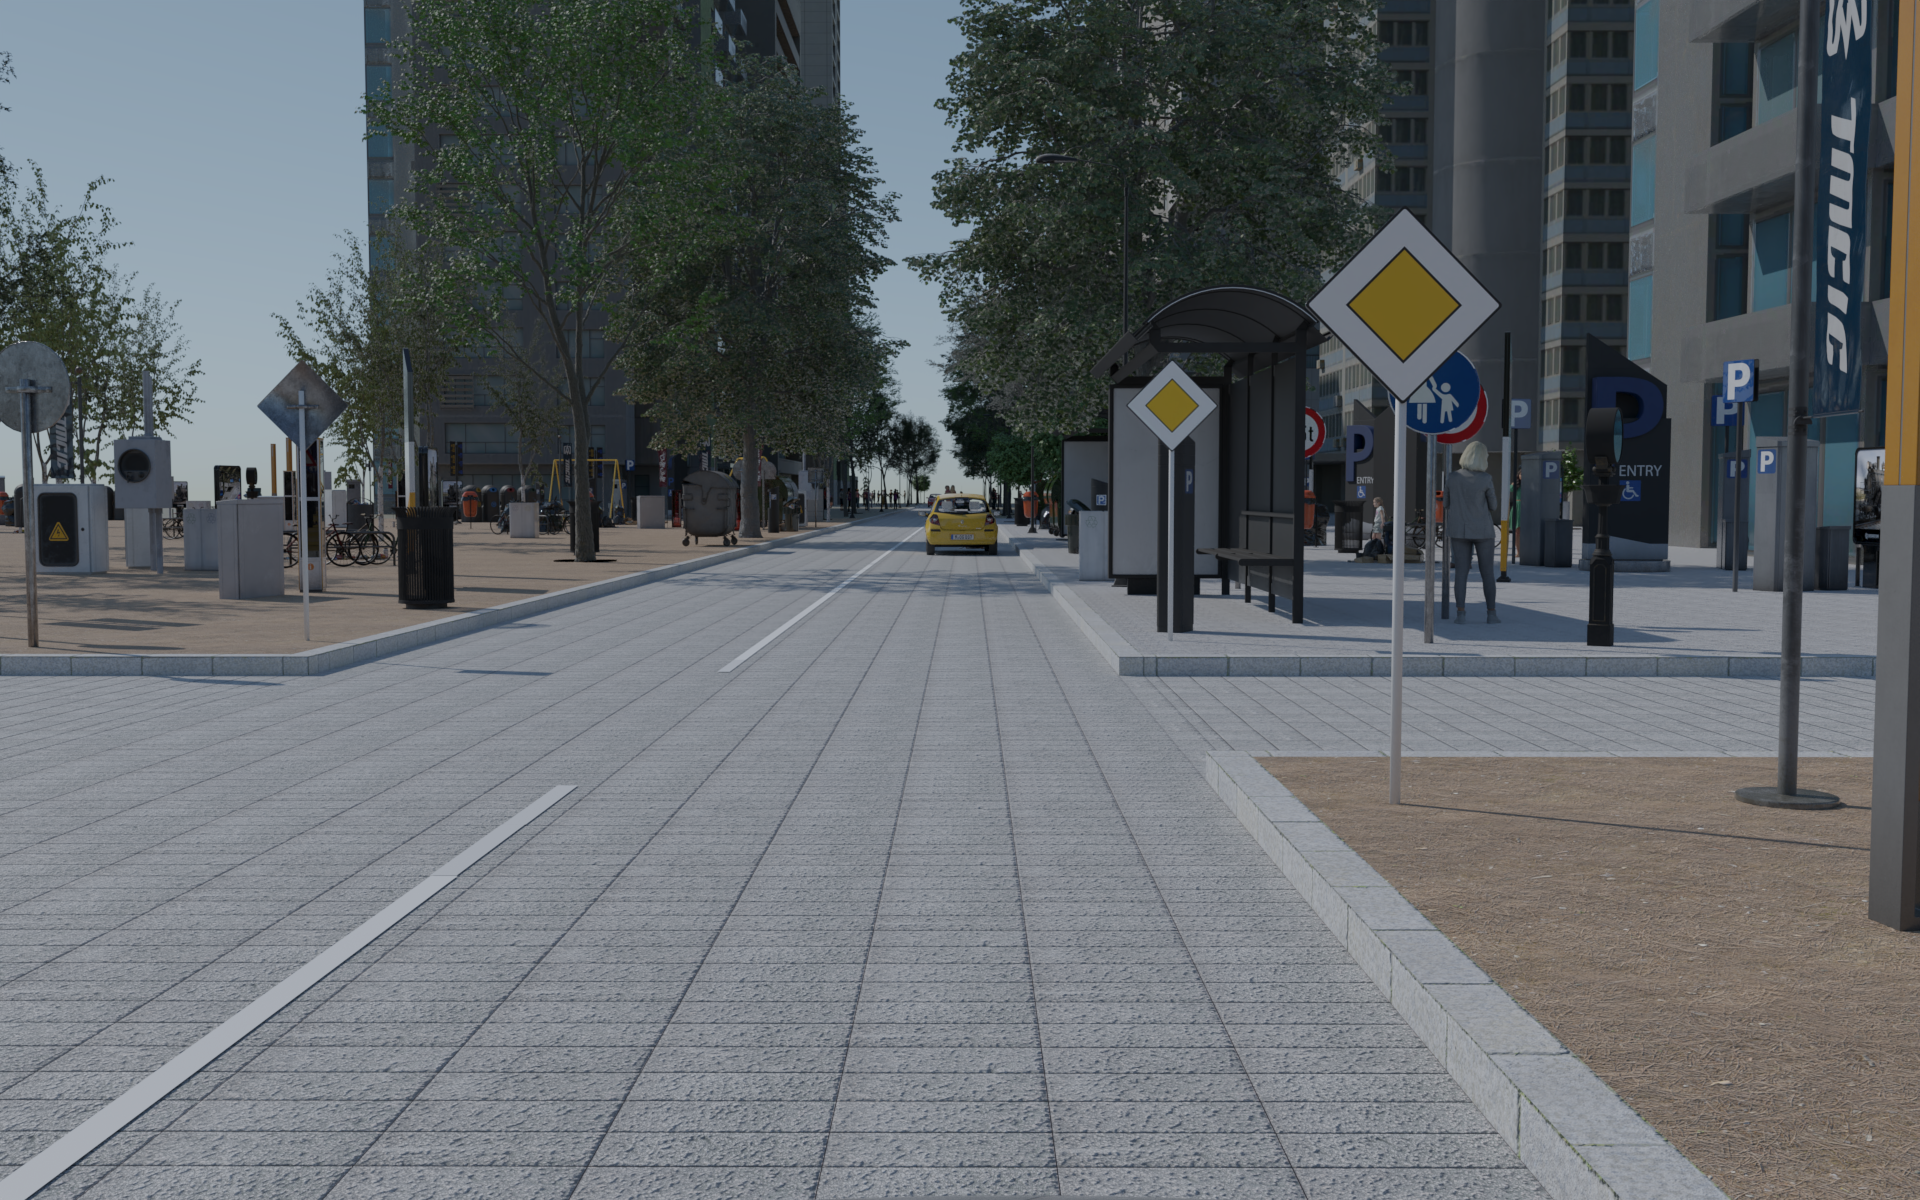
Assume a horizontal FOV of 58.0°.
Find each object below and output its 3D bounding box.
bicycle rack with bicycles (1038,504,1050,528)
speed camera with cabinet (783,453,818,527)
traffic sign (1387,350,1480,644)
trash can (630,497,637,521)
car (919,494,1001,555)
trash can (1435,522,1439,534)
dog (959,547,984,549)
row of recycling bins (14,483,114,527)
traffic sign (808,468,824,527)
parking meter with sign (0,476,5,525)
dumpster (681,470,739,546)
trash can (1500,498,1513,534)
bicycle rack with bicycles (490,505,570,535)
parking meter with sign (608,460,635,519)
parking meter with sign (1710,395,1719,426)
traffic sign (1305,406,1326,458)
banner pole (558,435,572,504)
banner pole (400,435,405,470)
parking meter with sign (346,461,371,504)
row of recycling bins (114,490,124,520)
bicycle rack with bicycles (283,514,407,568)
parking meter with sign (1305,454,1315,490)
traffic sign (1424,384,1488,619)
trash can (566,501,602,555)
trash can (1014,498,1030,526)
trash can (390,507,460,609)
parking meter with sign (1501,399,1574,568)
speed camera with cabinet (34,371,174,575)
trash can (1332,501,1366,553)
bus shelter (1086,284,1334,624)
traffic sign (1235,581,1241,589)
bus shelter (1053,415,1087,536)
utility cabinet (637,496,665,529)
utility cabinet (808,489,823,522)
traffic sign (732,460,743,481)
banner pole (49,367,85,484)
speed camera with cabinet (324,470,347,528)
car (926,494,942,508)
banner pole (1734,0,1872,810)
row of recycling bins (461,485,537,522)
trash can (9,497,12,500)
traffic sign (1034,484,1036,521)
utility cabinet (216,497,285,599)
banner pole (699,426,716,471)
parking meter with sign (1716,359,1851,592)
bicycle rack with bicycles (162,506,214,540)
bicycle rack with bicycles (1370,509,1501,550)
[{"bbox_3d":[4.384,-2.733,58.071,2.925,0.926,2.852,-1,4,-14],"label":"bicycle rack with bicycles"},{"bbox_3d":[-6.255,-4.508,68.045,0.660,3.252,2.038,1,4,22],"label":"speed camera with cabinet"},{"bbox_3d":[4.033,-0.900,14.822,0.768,2.556,0.104,0,4,8],"label":"traffic sign"},{"bbox_3d":[-15.040,-4.229,80.790,0.748,1.137,0.748,0,3,0],"label":"trash can"},{"bbox_3d":[0.006,-1.948,42.070,2.015,1.641,3.980,0,4,-1],"label":"car"},{"bbox_3d":[14.985,-2.669,55.298,0.748,1.137,0.748,0,3,0],"label":"trash can"},{"bbox_3d":[0.380,-1.534,45.276,0.748,0.427,0.550,3,5,39],"label":"dog"},{"bbox_3d":[-34.751,-3.650,66.789,3.534,1.692,1.069,0,4,4],"label":"row of recycling bins"},{"bbox_3d":[-5.552,-3.947,66.661,0.606,2.300,0.079,0,4,3],"label":"traffic sign"},{"bbox_3d":[-39.791,-4.602,71.504,1.738,3.016,0.543,-2,4,-29],"label":"parking meter with sign"},{"bbox_3d":[-6.223,-2.281,43.059,1.264,1.857,1.865,0,3,0],"label":"dumpster"},{"bbox_3d":[17.968,-2.736,56.384,0.748,1.137,0.748,0,3,0],"label":"trash can"},{"bbox_3d":[-13.063,-2.544,54.971,2.925,0.926,2.852,2,4,32],"label":"bicycle rack with bicycles"},{"bbox_3d":[-17.388,-5.648,88.612,1.738,3.016,0.543,3,5,43],"label":"parking meter with sign"},{"bbox_3d":[13.258,-2.047,29.725,0.543,3.016,1.738,1,4,16],"label":"parking meter with sign"},{"bbox_3d":[4.879,-1.523,25.000,0.768,2.556,0.104,0,4,7],"label":"traffic sign"},{"bbox_3d":[-16.917,-5.145,74.135,0.401,3.779,0.863,3,5,40],"label":"banner pole"},{"bbox_3d":[-23.621,-5.115,73.640,0.401,3.779,0.863,1,4,17],"label":"banner pole"},{"bbox_3d":[-31.493,-5.730,89.944,1.738,3.016,0.543,-1,4,-12],"label":"parking meter with sign"},{"bbox_3d":[-41.462,-4.754,84.838,3.534,1.692,1.069,0,4,-1],"label":"row of recycling bins"},{"bbox_3d":[-11.137,-1.097,31.316,2.925,0.926,2.852,-2,4,-29],"label":"bicycle rack with bicycles"},{"bbox_3d":[12.173,-3.940,60.685,0.543,3.016,1.738,1,4,14],"label":"parking meter with sign"},{"bbox_3d":[4.988,-1.078,17.724,0.768,2.556,0.104,0,4,2],"label":"traffic sign"},{"bbox_3d":[-7.871,-1.508,36.310,0.748,1.137,0.748,0,3,0],"label":"trash can"},{"bbox_3d":[2.473,-3.509,69.018,0.748,1.137,0.748,0,3,0],"label":"trash can"},{"bbox_3d":[-6.008,-0.479,19.479,0.748,1.137,0.748,0,3,0],"label":"trash can"},{"bbox_3d":[10.347,-2.119,30.914,0.543,3.016,1.738,-1,4,-13],"label":"parking meter with sign"},{"bbox_3d":[-13.769,-2.043,27.745,2.038,3.252,0.660,0,4,1],"label":"speed camera with cabinet"},{"bbox_3d":[8.464,-1.594,37.710,0.748,1.137,0.748,0,3,0],"label":"trash can"},{"bbox_3d":[2.650,-1.565,19.511,2.014,3.302,5.546,0,4,0],"label":"bus shelter"},{"bbox_3d":[3.763,-1.423,23.364,0.768,2.556,0.104,0,4,8],"label":"traffic sign"},{"bbox_3d":[3.369,-2.922,41.694,2.014,3.302,5.546,0,3,0],"label":"bus shelter"},{"bbox_3d":[-11.472,-3.249,64.285,1.020,1.237,0.306,-3,4,-37],"label":"utility cabinet"},{"bbox_3d":[-6.808,-4.344,79.701,0.318,1.500,1.173,3,4,37],"label":"utility cabinet"},{"bbox_3d":[-8.154,-3.959,64.841,0.768,2.556,0.104,1,4,9],"label":"traffic sign"},{"bbox_3d":[-17.541,-2.699,34.147,0.863,3.779,0.401,0,4,1],"label":"banner pole"},{"bbox_3d":[-24.119,-4.395,66.191,0.660,3.252,2.038,-3,5,-42],"label":"speed camera with cabinet"},{"bbox_3d":[-2.560,-10.755,184.878,2.155,1.783,4.494,0,4,-1],"label":"car"},{"bbox_3d":[3.425,-1.032,6.884,0.401,3.779,0.863,0,4,6],"label":"banner pole"},{"bbox_3d":[-21.150,-4.425,79.465,3.534,1.692,1.069,-3,5,-39],"label":"row of recycling bins"},{"bbox_3d":[-46.490,-4.451,84.425,0.748,1.137,0.748,0,3,0],"label":"trash can"},{"bbox_3d":[3.596,-5.070,82.998,0.768,2.556,0.104,0,4,1],"label":"traffic sign"},{"bbox_3d":[-8.832,-0.637,21.575,0.306,1.237,1.020,1,4,9],"label":"utility cabinet"},{"bbox_3d":[-9.081,-4.450,62.768,0.863,3.779,0.401,-2,4,-26],"label":"banner pole"},{"bbox_3d":[10.948,-1.628,22.877,1.738,3.016,0.543,-1,4,-18],"label":"parking meter with sign"},{"bbox_3d":[-21.844,-2.193,49.233,2.925,0.926,2.852,0,4,-6],"label":"bicycle rack with bicycles"},{"bbox_3d":[10.902,-1.612,39.735,2.925,0.926,2.852,1,4,19],"label":"bicycle rack with bicycles"}]
